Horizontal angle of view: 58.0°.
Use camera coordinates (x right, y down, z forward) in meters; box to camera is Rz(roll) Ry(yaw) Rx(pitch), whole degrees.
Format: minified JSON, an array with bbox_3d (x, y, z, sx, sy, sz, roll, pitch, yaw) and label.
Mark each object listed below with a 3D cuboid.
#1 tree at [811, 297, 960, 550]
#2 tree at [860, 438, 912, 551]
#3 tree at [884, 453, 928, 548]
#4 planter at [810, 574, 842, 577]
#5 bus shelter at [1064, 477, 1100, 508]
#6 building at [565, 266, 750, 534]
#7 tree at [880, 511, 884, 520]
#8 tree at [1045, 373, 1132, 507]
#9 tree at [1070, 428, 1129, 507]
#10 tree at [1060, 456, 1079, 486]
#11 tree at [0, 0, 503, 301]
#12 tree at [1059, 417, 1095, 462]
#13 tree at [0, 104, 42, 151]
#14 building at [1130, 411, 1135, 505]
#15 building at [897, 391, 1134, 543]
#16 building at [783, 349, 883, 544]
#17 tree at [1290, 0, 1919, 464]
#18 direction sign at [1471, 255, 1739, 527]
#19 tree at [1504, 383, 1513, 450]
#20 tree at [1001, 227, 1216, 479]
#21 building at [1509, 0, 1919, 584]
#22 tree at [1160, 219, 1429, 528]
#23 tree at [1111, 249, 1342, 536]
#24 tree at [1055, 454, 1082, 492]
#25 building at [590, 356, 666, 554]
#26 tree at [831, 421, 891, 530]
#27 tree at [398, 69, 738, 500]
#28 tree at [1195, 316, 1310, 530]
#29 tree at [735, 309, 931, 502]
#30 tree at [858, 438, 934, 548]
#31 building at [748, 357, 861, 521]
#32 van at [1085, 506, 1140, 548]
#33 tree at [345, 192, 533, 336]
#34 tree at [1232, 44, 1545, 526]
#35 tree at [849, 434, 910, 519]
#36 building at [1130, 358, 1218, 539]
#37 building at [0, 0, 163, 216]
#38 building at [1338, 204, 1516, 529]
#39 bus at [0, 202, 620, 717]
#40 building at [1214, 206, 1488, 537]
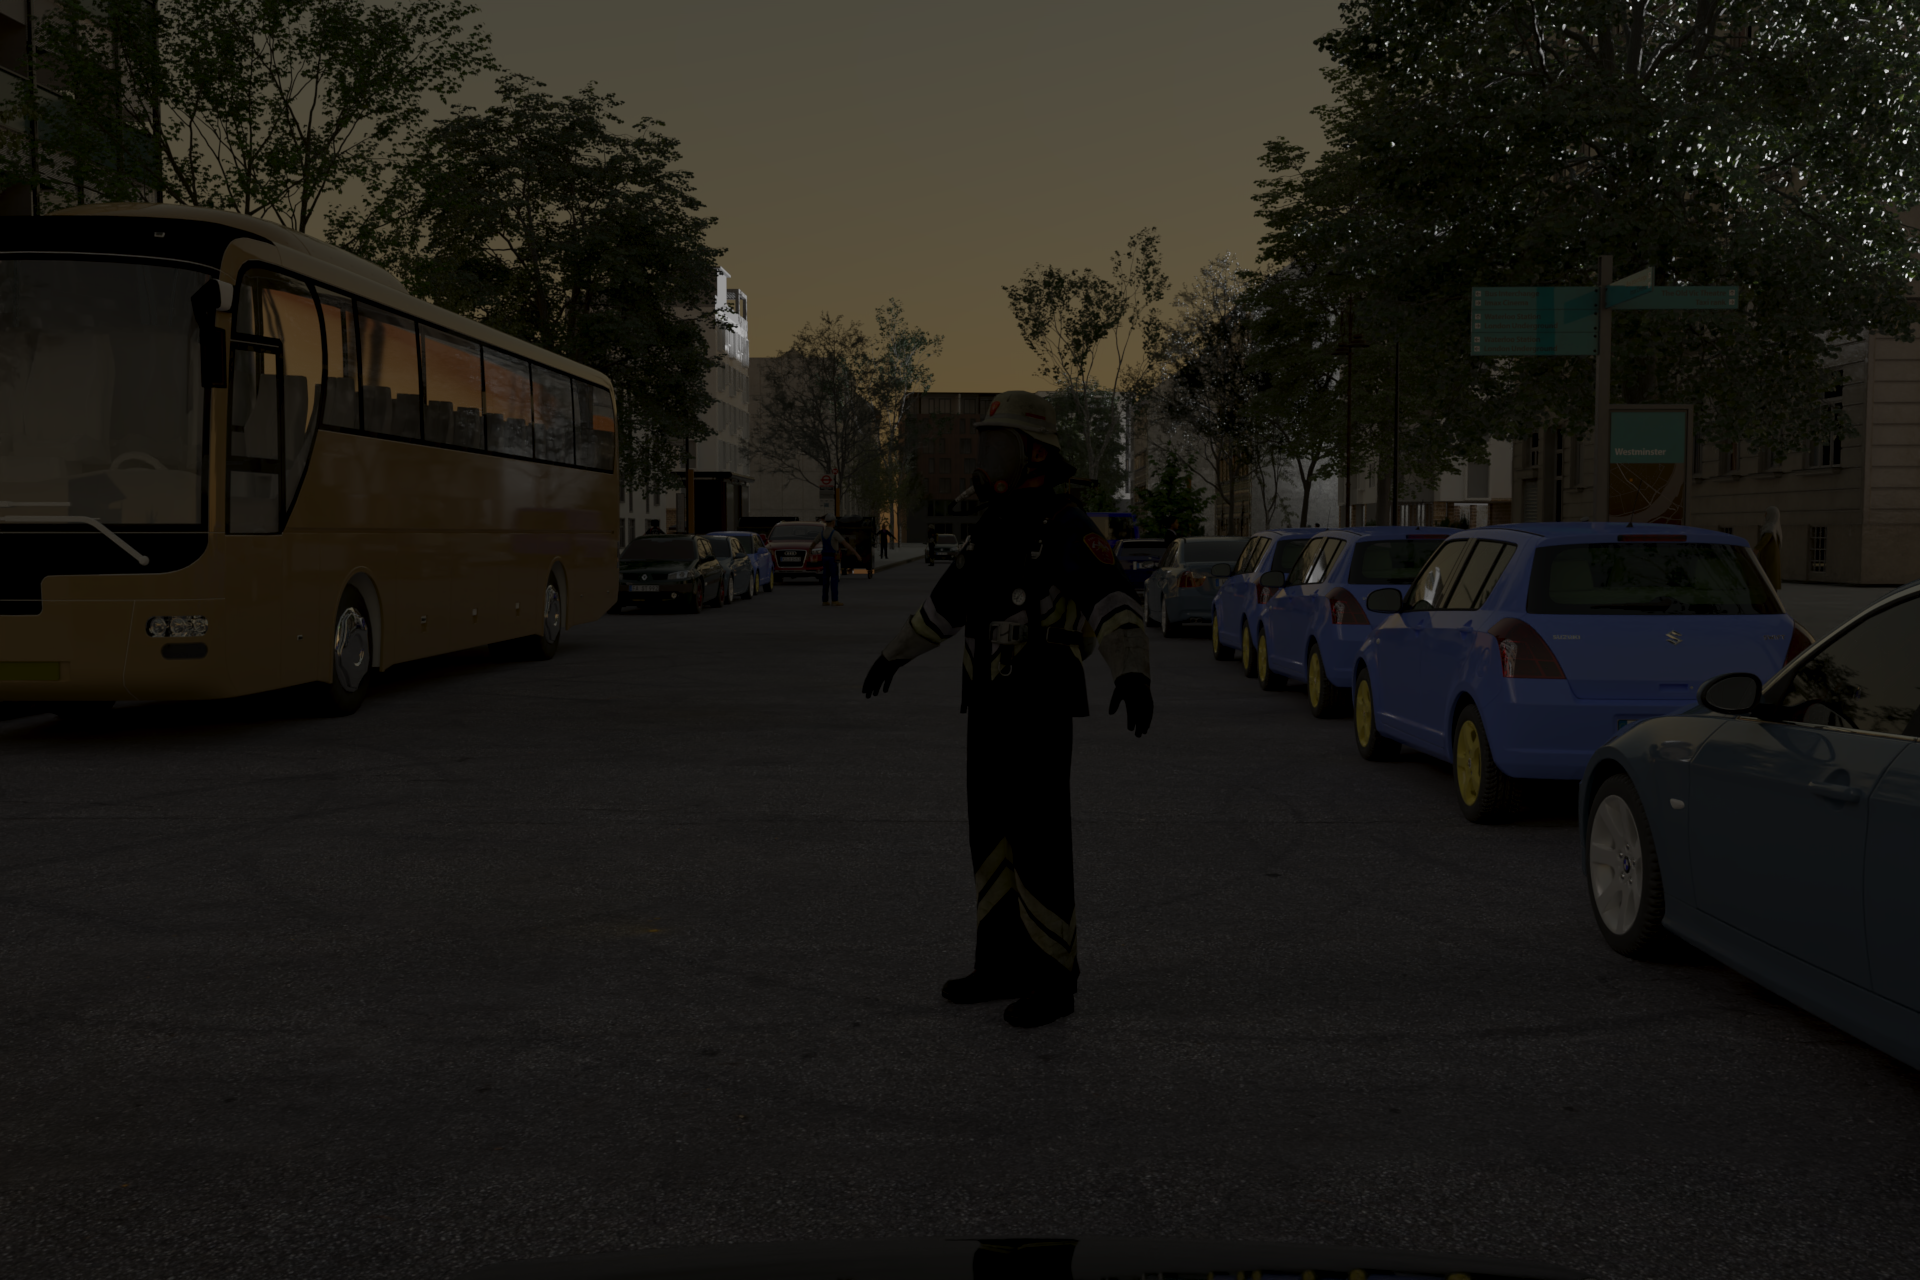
[{"bbox_3d":[-6.365,-17.468,141.485,12.611,20.169,13.585,0,3,0],"label":"tree"},{"bbox_3d":[-5.893,-10.961,129.568,4.737,8.622,4.395,0,3,0],"label":"tree"},{"bbox_3d":[-5.550,-12.500,154.736,4.360,8.622,3.978,0,3,0],"label":"tree"},{"bbox_3d":[-5.043,-2.291,58.599,1.991,0.319,1.994,0,4,1],"label":"planter"},{"bbox_3d":[4.973,-4.975,72.621,1.731,3.624,6.357,0,4,2],"label":"bus shelter"},{"bbox_3d":[-21.965,-16.349,123.730,16.016,20.090,11.380,0,4,2],"label":"building"},{"bbox_3d":[-14.458,-19.921,260.112,7.601,10.594,8.767,0,4,7],"label":"tree"},{"bbox_3d":[9.168,-14.104,137.262,9.857,13.997,8.962,0,3,0],"label":"tree"},{"bbox_3d":[8.958,-10.220,117.467,4.360,8.622,3.978,0,3,0],"label":"tree"},{"bbox_3d":[10.116,-12.380,152.770,4.737,8.622,4.395,0,3,0],"label":"tree"},{"bbox_3d":[-11.870,-6.307,28.873,9.928,11.665,9.643,0,3,0],"label":"tree"},{"bbox_3d":[10.684,-15.312,168.474,7.486,12.596,7.792,0,3,0],"label":"tree"},{"bbox_3d":[-12.276,-4.171,18.562,4.737,8.622,4.395,0,3,0],"label":"tree"},{"bbox_3d":[31.765,-22.044,226.871,16.747,18.905,31.486,0,4,2],"label":"building"},{"bbox_3d":[7.598,-25.228,258.903,32.646,21.610,27.936,0,4,-5],"label":"building"},{"bbox_3d":[-19.702,-23.442,214.198,19.493,23.208,18.063,0,4,1],"label":"building"},{"bbox_3d":[9.062,-7.106,22.832,9.857,13.997,8.962,0,3,0],"label":"tree"},{"bbox_3d":[6.174,-1.677,16.173,2.525,3.948,1.411,0,4,2],"label":"direction sign"},{"bbox_3d":[29.343,-10.260,78.119,12.009,13.543,11.850,0,3,0],"label":"tree"},{"bbox_3d":[9.272,-15.348,106.822,12.611,20.169,13.585,0,3,0],"label":"tree"},{"bbox_3d":[28.986,-13.606,54.487,16.112,23.069,30.059,0,4,1],"label":"building"},{"bbox_3d":[10.062,-7.118,50.798,8.767,10.594,7.601,0,4,7],"label":"tree"},{"bbox_3d":[11.798,-10.111,75.677,12.009,13.543,11.850,0,3,0],"label":"tree"},{"bbox_3d":[9.443,-12.031,147.066,4.360,8.622,3.978,0,3,0],"label":"tree"},{"bbox_3d":[-20.572,-9.366,95.283,9.099,9.664,28.070,0,4,2],"label":"building"},{"bbox_3d":[-6.374,-9.947,112.996,4.360,8.622,3.978,0,3,0],"label":"tree"},{"bbox_3d":[-10.764,-8.609,47.411,9.857,13.997,8.962,0,3,0],"label":"tree"},{"bbox_3d":[10.507,-6.585,58.033,4.360,8.622,3.978,0,3,0],"label":"tree"},{"bbox_3d":[-6.752,-11.258,94.434,12.009,13.543,11.850,0,3,0],"label":"tree"},{"bbox_3d":[-6.060,-13.976,162.926,7.601,10.594,8.767,-1,4,-16],"label":"tree"},{"bbox_3d":[-20.382,-19.740,189.214,16.747,18.905,31.486,0,4,1],"label":"building"},{"bbox_3d":[4.241,-2.871,51.330,2.240,2.365,5.245,0,4,2],"label":"van"},{"bbox_3d":[-11.294,-5.305,37.096,4.737,8.622,4.395,0,3,0],"label":"tree"},{"bbox_3d":[10.076,-7.492,40.625,7.486,12.596,7.792,0,3,0],"label":"tree"},{"bbox_3d":[-6.236,-10.374,119.984,4.360,8.622,3.978,0,3,0],"label":"tree"},{"bbox_3d":[29.937,-22.472,198.338,19.493,23.208,18.063,0,4,1],"label":"building"},{"bbox_3d":[-29.292,-12.973,18.681,21.656,26.213,47.522,0,4,2],"label":"building"},{"bbox_3d":[27.272,-14.899,100.013,16.016,20.090,11.380,0,4,2],"label":"building"},{"bbox_3d":[-5.891,-1.547,16.835,2.896,3.916,12.252,0,4,1],"label":"bus"},{"bbox_3d":[27.999,-17.615,118.929,19.493,23.208,18.063,0,4,1],"label":"building"}]
